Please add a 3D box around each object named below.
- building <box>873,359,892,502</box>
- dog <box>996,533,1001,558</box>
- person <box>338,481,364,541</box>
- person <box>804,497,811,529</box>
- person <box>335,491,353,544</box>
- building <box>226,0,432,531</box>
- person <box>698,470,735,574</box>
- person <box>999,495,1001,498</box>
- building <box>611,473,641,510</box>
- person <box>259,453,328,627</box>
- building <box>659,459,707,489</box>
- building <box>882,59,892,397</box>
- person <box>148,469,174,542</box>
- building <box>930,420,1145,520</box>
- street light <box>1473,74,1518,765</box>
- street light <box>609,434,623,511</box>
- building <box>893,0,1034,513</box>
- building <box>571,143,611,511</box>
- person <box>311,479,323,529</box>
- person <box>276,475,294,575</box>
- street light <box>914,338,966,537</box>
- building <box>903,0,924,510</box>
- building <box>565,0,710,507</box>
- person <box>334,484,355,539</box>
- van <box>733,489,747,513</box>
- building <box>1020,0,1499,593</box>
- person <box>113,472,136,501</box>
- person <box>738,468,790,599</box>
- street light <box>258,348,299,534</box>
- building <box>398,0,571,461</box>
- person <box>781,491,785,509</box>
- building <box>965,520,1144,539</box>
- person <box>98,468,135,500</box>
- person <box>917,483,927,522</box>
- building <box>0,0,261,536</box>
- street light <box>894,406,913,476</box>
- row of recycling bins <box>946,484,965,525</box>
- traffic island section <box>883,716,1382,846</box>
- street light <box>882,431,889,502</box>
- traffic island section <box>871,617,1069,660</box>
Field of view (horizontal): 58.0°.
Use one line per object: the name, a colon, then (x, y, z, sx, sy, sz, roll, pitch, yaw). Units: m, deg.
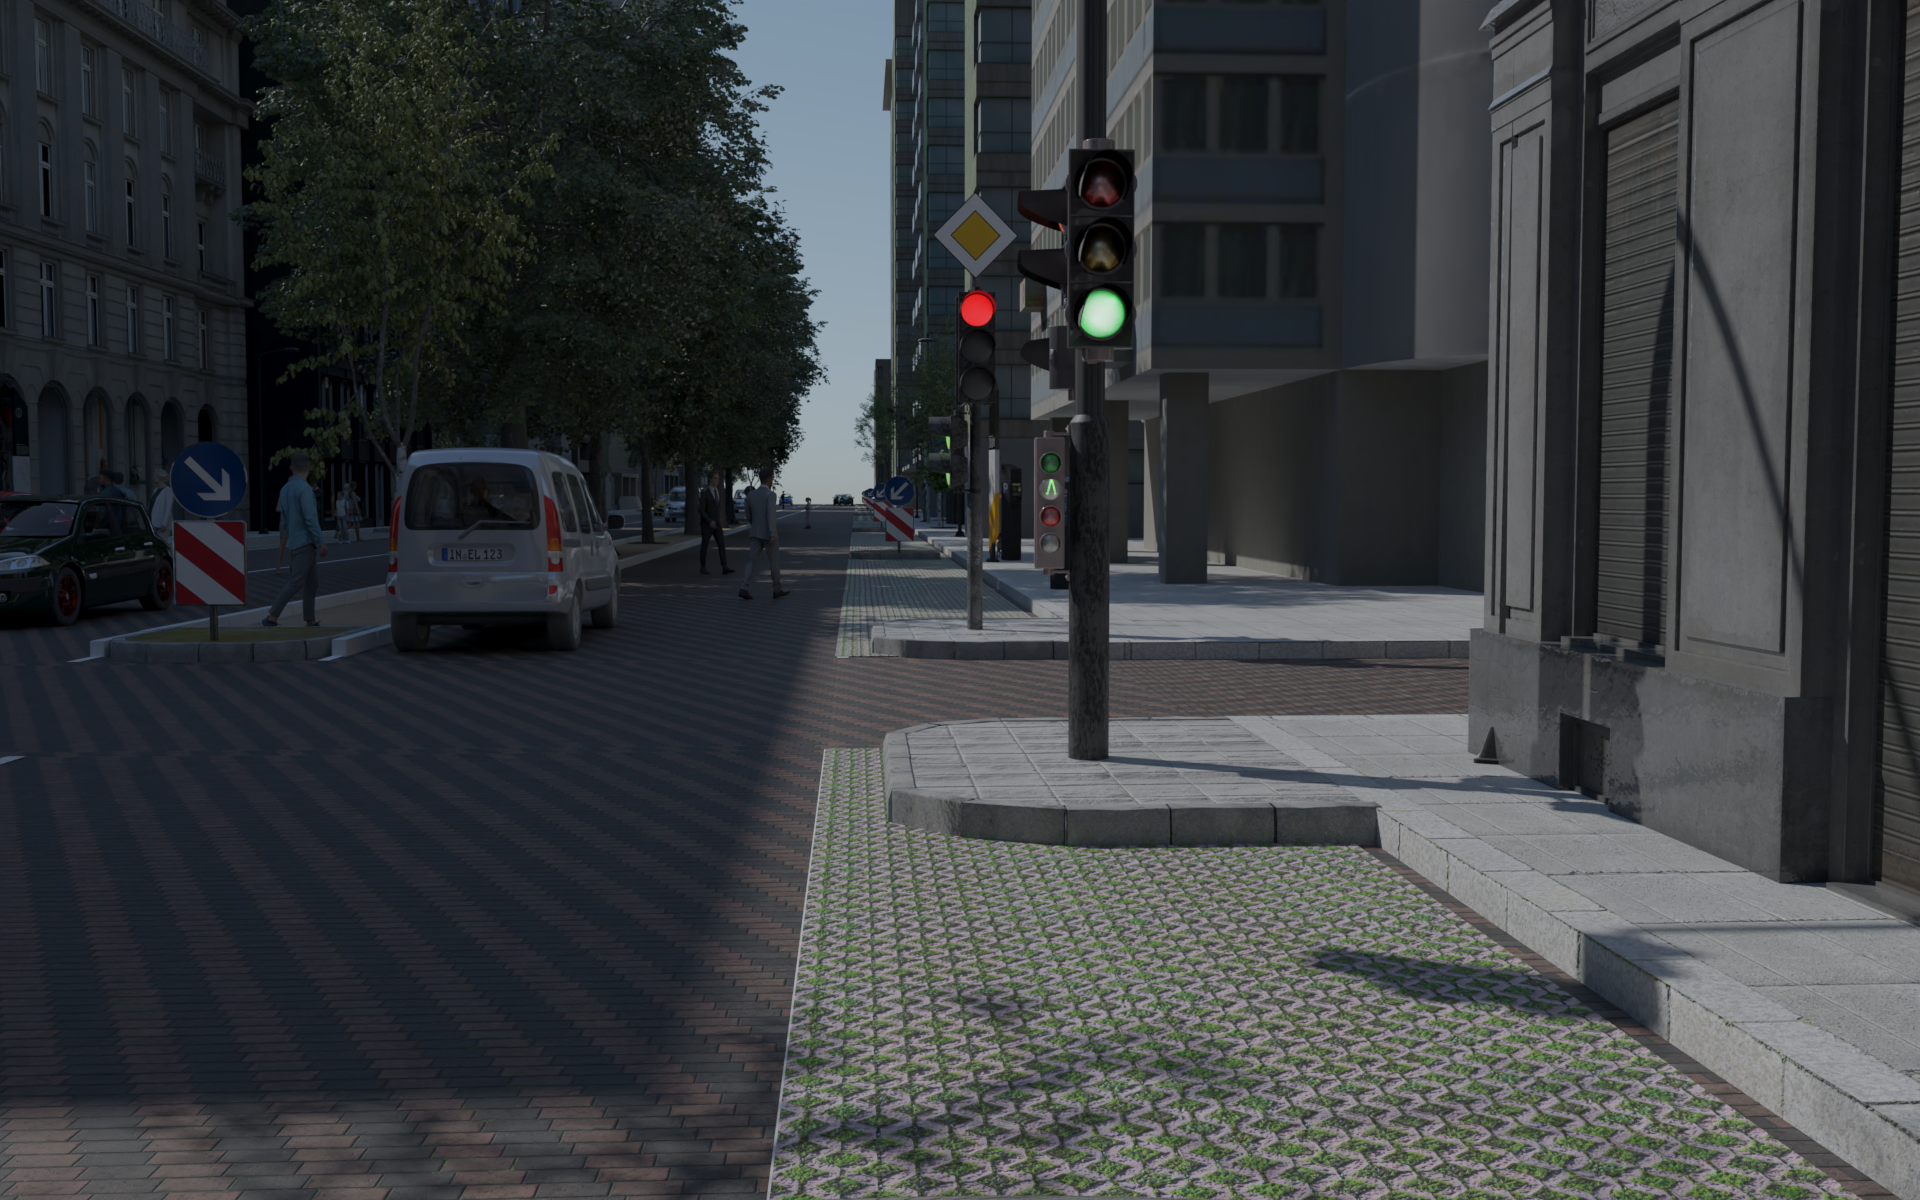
building: (2.174, -23.941, 236.478, 27.650, 21.520, 28.899, 0, 4, -3)
dog: (0.840, -1.103, 34.866, 0.406, 0.507, 0.540, -2, 4, -29)
person: (-18.360, -2.674, 52.311, 0.778, 1.811, 0.616, -3, 5, -40)
person: (-6.313, -3.602, 71.675, 0.394, 1.301, 0.425, -2, 4, -29)
person: (-17.783, -2.379, 49.985, 0.503, 1.515, 0.523, -1, 4, -14)
building: (-28.560, -14.477, 66.383, 12.332, 23.373, 15.834, 0, 4, -3)
person: (-4.363, -1.384, 30.898, 0.755, 1.850, 0.659, 3, 5, 40)
person: (1.404, -2.599, 48.892, 0.532, 1.782, 0.716, 1, 4, 21)
building: (-43.709, -27.613, 143.355, 32.217, 40.220, 23.993, 0, 4, -3)
person: (-6.684, -0.553, 17.397, 0.748, 1.841, 0.638, -2, 4, -31)
building: (-45.570, -22.199, 207.985, 27.650, 21.520, 28.899, 0, 4, -3)
building: (5.333, -37.815, 207.518, 28.713, 52.752, 27.495, 0, 4, -3)
person: (-13.119, -1.234, 28.547, 0.514, 1.842, 0.818, 1, 4, 12)
building: (4.830, -25.512, 100.712, 14.154, 41.232, 14.086, 0, 4, -3)
street light: (2.089, -2.175, 8.108, 1.470, 5.913, 1.316, 0, 4, -3)
street light: (-26.313, -9.762, 132.147, 1.470, 5.913, 1.316, 0, 4, -3)
building: (1.401, -28.306, 146.398, 14.154, 41.232, 14.086, 0, 4, -3)
building: (-33.454, -21.621, 125.211, 14.160, 30.474, 14.107, 0, 4, -3)
person: (-20.360, -2.853, 54.514, 0.648, 1.900, 0.474, 1, 4, 19)
person: (-11.987, -1.356, 31.015, 0.599, 1.781, 0.374, -3, 5, -39)
street light: (-0.545, -4.849, 51.817, 1.470, 5.913, 1.316, 0, 4, -3)
building: (7.961, -30.840, 123.845, 23.786, 49.044, 30.456, 0, 4, -3)
building: (-43.505, -48.512, 231.425, 20.563, 71.187, 20.611, 0, 4, -3)
person: (-19.551, -2.830, 55.263, 0.782, 1.767, 0.515, 1, 4, 15)
van: (-16.531, -7.688, 132.715, 2.013, 2.044, 4.112, 0, 4, -1)
building: (13.767, -20.672, 29.865, 23.993, 40.220, 32.217, 0, 4, -3)
person: (-14.570, -1.310, 29.937, 0.660, 1.820, 0.620, -3, 5, -40)
person: (-2.698, -0.910, 23.660, 0.678, 1.792, 0.850, 3, 4, 37)
street light: (-21.696, -5.052, 55.148, 1.470, 5.913, 1.316, 0, 4, -3)
building: (-36.359, -34.309, 102.952, 21.231, 58.520, 28.212, 0, 4, -3)
person: (-16.692, -9.400, 162.718, 0.721, 1.766, 1.217, 0, 4, 6)
building: (7.060, -22.775, 55.960, 14.154, 41.232, 14.086, 0, 4, -3)
person: (-13.049, -1.104, 26.531, 0.713, 1.824, 0.794, 2, 4, 25)
person: (-1.739, -4.473, 79.353, 0.466, 1.800, 0.511, -2, 4, -24)
building: (-29.324, -12.516, 46.441, 13.314, 21.916, 24.055, 0, 4, -3)
street light: (-2.800, -7.254, 91.144, 1.470, 5.913, 1.316, 0, 4, -3)
row of recycling bins: (0.214, -4.047, 73.286, 1.069, 1.692, 3.534, -1, 4, -17)
traffic island section: (0.639, 0.846, 8.456, 2.009, 0.180, 2.903, 0, 4, -3)
street light: (-4.987, -9.487, 127.647, 1.470, 5.913, 1.316, 0, 4, -3)
traffic island section: (0.165, 0.358, 16.427, 2.009, 0.180, 2.903, 0, 4, -3)
